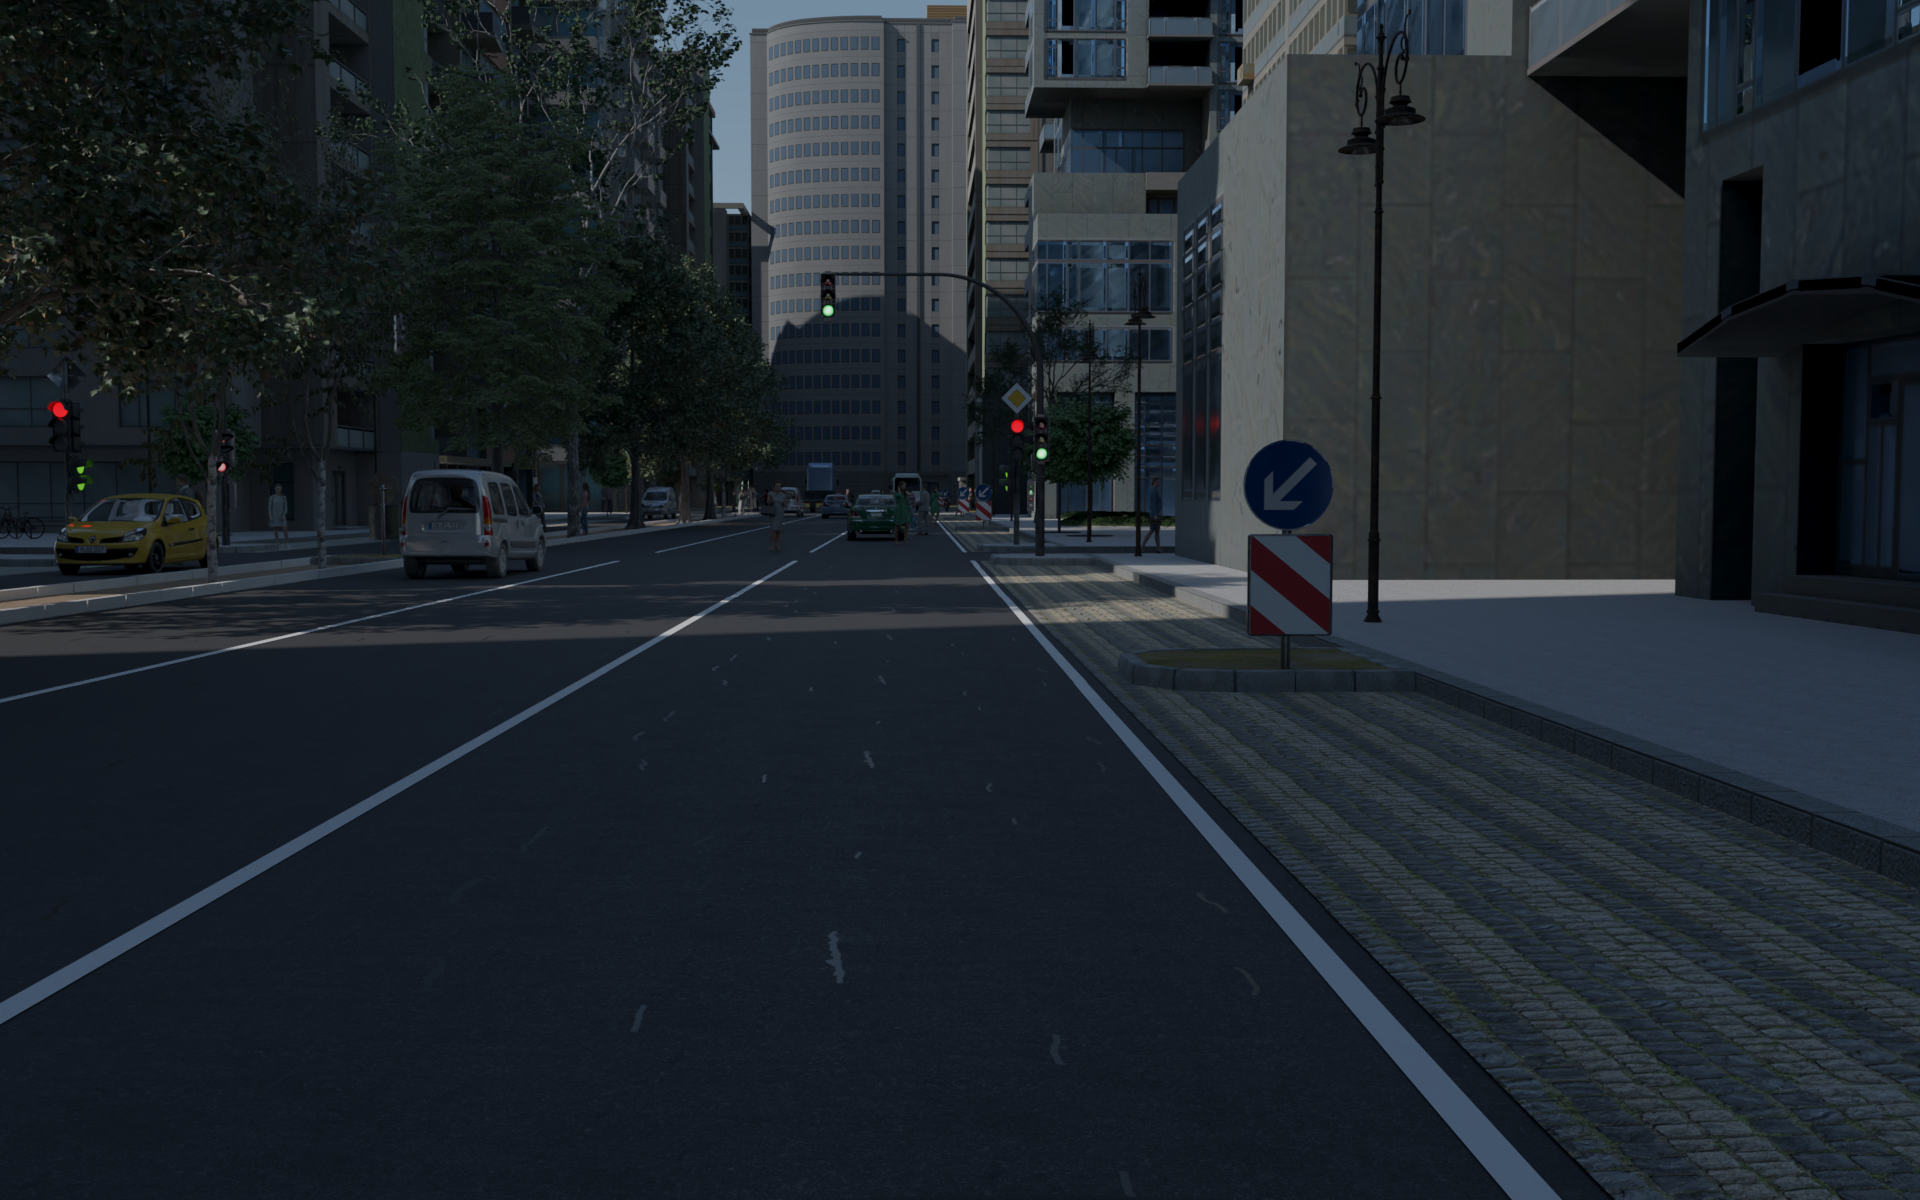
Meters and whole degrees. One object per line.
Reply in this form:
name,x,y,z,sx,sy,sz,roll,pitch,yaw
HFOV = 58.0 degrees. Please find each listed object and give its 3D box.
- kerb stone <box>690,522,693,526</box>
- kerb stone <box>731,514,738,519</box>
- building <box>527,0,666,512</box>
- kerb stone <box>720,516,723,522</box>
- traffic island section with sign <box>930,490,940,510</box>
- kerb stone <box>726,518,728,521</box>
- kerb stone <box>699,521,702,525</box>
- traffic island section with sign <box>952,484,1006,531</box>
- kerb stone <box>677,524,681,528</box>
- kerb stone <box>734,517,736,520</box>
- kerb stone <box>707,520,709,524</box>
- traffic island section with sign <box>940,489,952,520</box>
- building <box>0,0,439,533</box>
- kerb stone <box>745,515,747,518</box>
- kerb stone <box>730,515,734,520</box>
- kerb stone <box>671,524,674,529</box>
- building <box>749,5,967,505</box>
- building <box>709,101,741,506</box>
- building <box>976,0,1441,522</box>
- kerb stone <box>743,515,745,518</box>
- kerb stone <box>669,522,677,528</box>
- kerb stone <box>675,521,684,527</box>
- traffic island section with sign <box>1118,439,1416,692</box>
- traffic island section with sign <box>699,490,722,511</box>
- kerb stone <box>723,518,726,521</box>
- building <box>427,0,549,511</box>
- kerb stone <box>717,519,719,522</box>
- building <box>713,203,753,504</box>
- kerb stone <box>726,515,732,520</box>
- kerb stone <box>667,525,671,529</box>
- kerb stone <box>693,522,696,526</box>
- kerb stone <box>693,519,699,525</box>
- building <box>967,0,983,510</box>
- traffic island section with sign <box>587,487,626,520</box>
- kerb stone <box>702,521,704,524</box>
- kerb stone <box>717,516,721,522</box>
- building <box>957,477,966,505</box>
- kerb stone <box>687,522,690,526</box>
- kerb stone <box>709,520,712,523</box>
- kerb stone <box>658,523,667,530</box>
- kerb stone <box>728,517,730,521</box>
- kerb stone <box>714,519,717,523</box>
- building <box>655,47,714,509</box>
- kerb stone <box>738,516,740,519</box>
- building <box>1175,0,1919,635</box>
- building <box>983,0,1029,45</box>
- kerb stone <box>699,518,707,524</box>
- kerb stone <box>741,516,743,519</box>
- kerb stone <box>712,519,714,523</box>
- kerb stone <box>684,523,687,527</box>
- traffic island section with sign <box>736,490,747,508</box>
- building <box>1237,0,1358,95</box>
kerb stone,-12.158,-3.374,77.360,0.120,0.150,1.000,0,4,-2
kerb stone,-12.684,-4.566,96.841,0.120,0.150,1.000,0,4,-2
building,-34.762,-31.369,132.485,23.786,49.044,30.456,0,4,-2
kerb stone,-12.494,-4.127,89.670,0.120,0.150,1.000,0,4,-2
traffic island section with sign,-1.292,-8.398,145.939,1.989,1.847,2.006,0,4,-2
kerb stone,-12.546,-4.252,91.720,0.120,0.150,1.000,0,4,-2
kerb stone,-12.243,-3.562,80.431,0.120,0.150,1.000,0,4,-2
traffic island section with sign,0.795,-3.659,68.454,1.989,1.847,2.006,0,4,-2
kerb stone,-12.050,-3.123,73.261,0.120,0.150,1.000,0,4,-2
kerb stone,-12.659,-4.503,95.815,0.120,0.150,1.000,0,4,-2
kerb stone,-12.325,-3.748,83.512,0.120,0.150,1.000,0,4,-2
traffic island section with sign,0.068,-5.307,95.399,1.989,1.847,2.006,0,4,-2
building,-27.768,-23.114,61.511,14.154,41.232,14.086,0,4,-2
kerb stone,-12.822,-4.879,101.960,0.120,0.150,1.000,0,4,-2
kerb stone,-12.632,-4.440,94.791,0.120,0.150,1.000,0,4,-2
kerb stone,-11.986,-2.997,71.217,0.120,0.150,1.000,0,4,-2
building,-11.143,-41.027,212.790,28.212,58.520,21.231,0,4,-2
building,-38.775,-32.264,182.137,28.867,44.769,22.147,0,4,-2
building,12.686,-48.273,101.932,22.319,86.520,31.000,0,4,-2
kerb stone,-12.793,-4.816,100.938,0.120,0.150,1.000,0,4,-2
kerb stone,-12.020,-3.061,72.239,0.120,0.150,1.000,0,4,-2
kerb stone,-12.078,-3.186,74.282,0.120,0.150,1.000,0,4,-2
traffic island section with sign,2.265,-0.290,13.375,1.989,1.847,2.006,0,4,-2
traffic island section with sign,-20.804,-8.372,145.513,1.989,1.847,2.006,0,4,-2
kerb stone,-12.519,-4.184,90.699,0.120,0.150,1.000,0,4,-2
building,-34.104,-26.669,90.665,22.147,44.769,28.867,0,4,-2
kerb stone,-12.440,-4.002,87.626,0.120,0.150,1.000,0,4,-2
building,-37.467,-32.147,217.485,23.993,40.220,32.217,0,4,-2
kerb stone,-12.593,-4.374,93.769,0.120,0.150,1.000,0,4,-2
kerb stone,-11.958,-2.935,70.187,0.120,0.150,1.000,0,4,-2
kerb stone,-12.189,-3.436,78.382,0.120,0.150,1.000,0,4,-2
kerb stone,-12.212,-3.496,79.404,0.120,0.150,1.000,0,4,-2
building,11.551,-31.877,144.887,21.300,48.544,21.600,0,4,-2
traffic island section with sign,-19.464,-5.308,95.412,1.989,1.847,2.006,0,4,-2
kerb stone,-12.264,-3.617,81.453,0.120,0.150,1.000,0,4,-2
kerb stone,-12.460,-4.064,88.648,0.120,0.150,1.000,0,4,-2
building,15.946,-30.045,183.116,32.217,40.220,23.993,0,4,-2
kerb stone,-12.132,-3.306,76.329,0.120,0.150,1.000,0,4,-2
kerb stone,-12.352,-3.812,84.539,0.120,0.150,1.000,0,4,-2
kerb stone,-11.941,-2.871,69.159,0.120,0.150,1.000,0,4,-2
kerb stone,-12.576,-4.309,92.747,0.120,0.150,1.000,0,4,-2
kerb stone,-12.408,-3.939,86.598,0.120,0.150,1.000,0,4,-2
building,-30.079,-28.839,155.107,14.154,41.232,14.086,0,4,-2
kerb stone,-12.708,-4.628,97.868,0.120,0.150,1.000,0,4,-2
building,16.071,-43.167,18.449,22.319,86.520,31.000,0,4,-2
building,8.594,-27.099,126.656,14.154,41.232,14.086,0,4,-2
kerb stone,-12.291,-3.688,82.488,0.120,0.150,1.000,0,4,-2
kerb stone,-12.764,-4.748,99.917,0.120,0.150,1.000,0,4,-2
kerb stone,-12.376,-3.876,85.568,0.120,0.150,1.000,0,4,-2
kerb stone,-12.104,-3.248,75.307,0.120,0.150,1.000,0,4,-2
traffic island section with sign,-21.532,-10.020,172.458,1.989,1.847,2.006,0,4,-2
building,23.125,-22.483,59.473,23.993,40.220,32.217,0,4,-2
